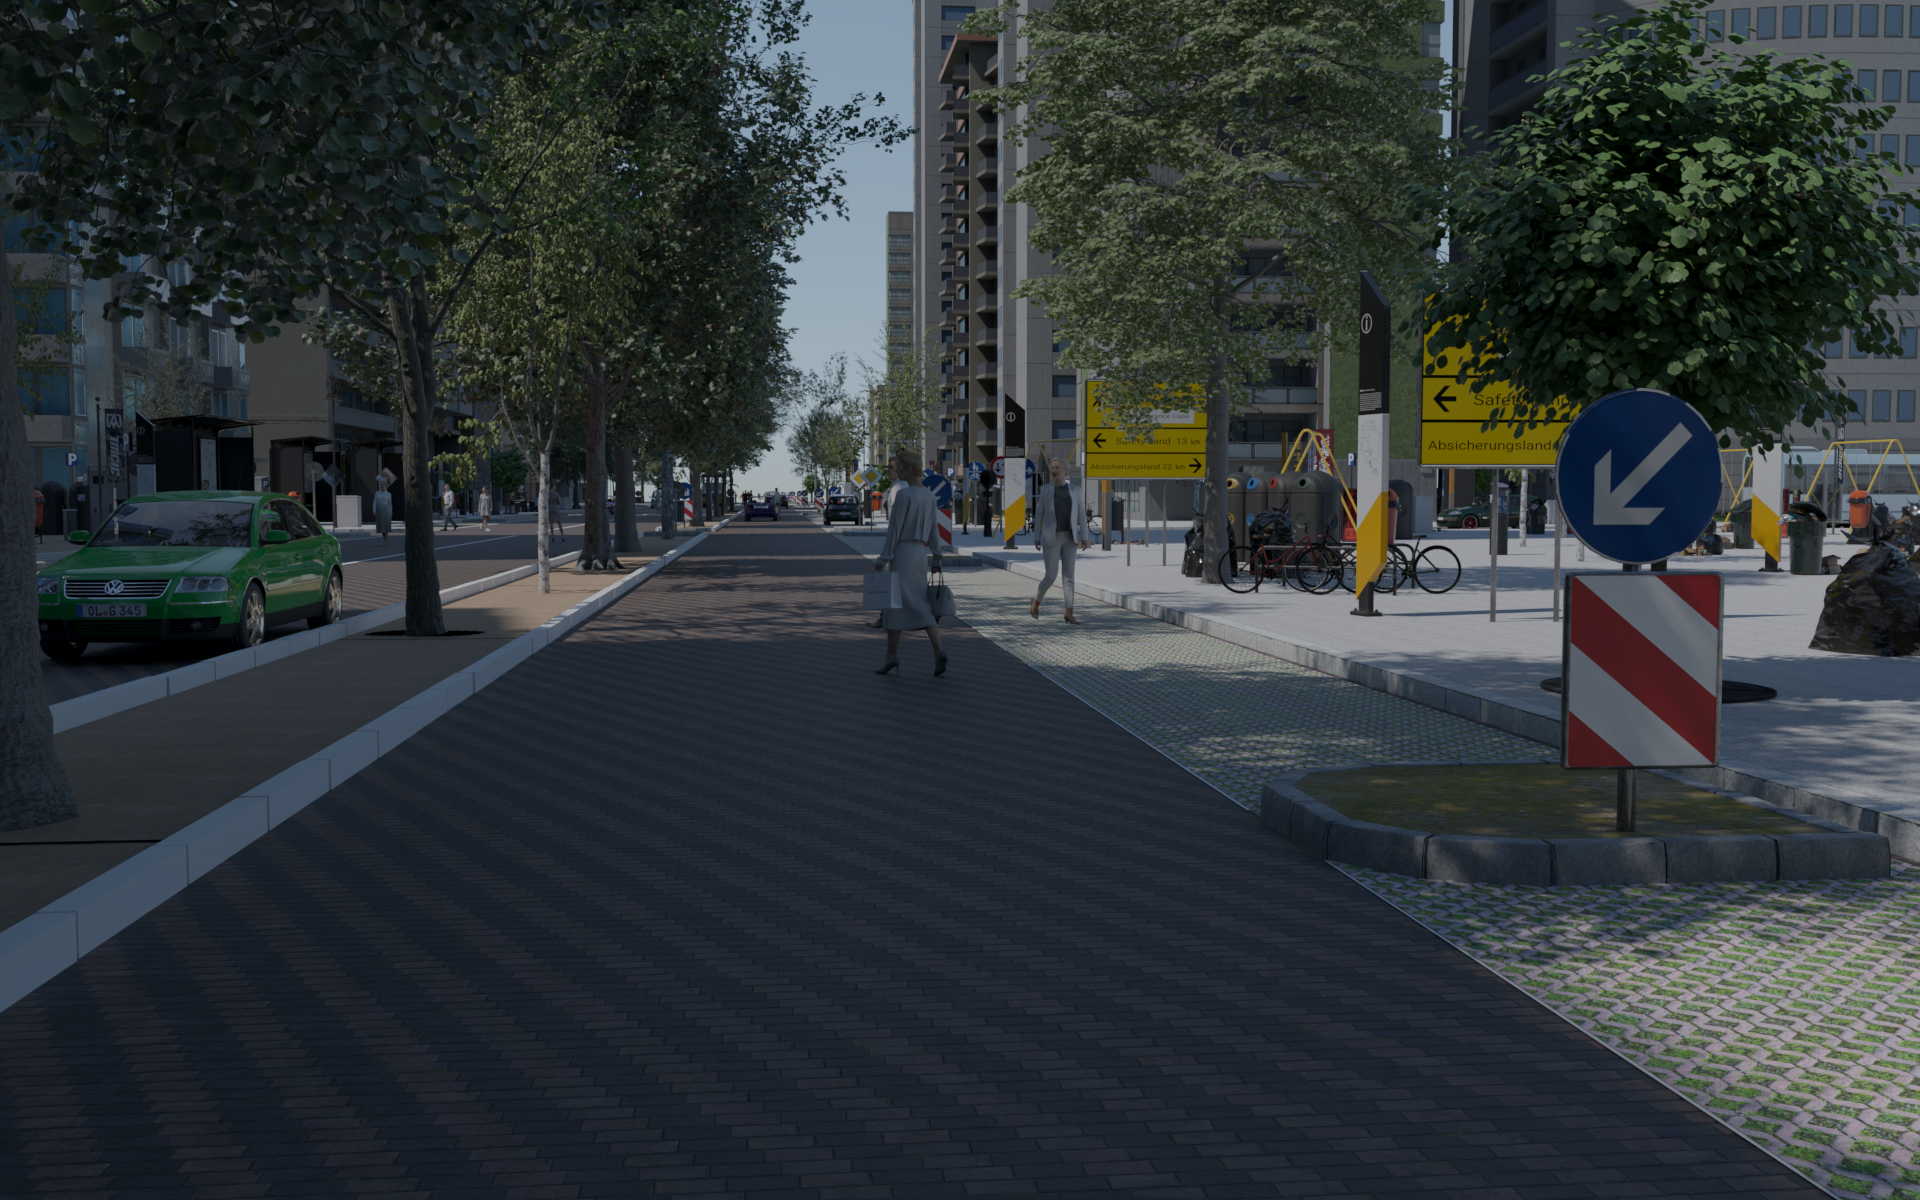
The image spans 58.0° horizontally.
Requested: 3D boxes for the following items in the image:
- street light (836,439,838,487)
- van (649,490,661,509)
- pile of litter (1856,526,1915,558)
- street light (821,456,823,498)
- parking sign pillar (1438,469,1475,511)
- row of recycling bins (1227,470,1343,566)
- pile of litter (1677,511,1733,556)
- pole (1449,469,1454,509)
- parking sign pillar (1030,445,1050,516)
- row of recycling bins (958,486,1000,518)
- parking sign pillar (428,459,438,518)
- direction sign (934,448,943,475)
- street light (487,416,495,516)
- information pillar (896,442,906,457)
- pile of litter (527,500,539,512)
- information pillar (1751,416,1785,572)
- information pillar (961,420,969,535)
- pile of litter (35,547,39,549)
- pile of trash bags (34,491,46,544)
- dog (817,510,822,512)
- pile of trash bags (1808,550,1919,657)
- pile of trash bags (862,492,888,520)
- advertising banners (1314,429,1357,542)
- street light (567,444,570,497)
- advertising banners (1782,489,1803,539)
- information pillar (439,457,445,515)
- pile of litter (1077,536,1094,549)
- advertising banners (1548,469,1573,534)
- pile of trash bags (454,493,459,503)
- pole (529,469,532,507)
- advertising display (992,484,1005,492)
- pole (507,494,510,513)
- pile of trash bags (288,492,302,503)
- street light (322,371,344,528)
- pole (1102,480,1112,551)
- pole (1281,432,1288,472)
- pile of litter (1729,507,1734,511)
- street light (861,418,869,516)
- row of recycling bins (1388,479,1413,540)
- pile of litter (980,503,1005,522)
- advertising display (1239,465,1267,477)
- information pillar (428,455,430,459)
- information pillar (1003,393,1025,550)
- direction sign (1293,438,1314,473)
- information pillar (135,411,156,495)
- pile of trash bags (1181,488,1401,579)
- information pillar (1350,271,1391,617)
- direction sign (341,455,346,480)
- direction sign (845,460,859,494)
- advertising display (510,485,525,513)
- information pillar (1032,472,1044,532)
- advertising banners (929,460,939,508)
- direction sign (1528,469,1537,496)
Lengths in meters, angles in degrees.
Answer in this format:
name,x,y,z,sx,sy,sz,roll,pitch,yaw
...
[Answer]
name,x,y,z,sx,sy,sz,roll,pitch,yaw
street light,-10.074,-10.312,141.385,0.468,5.910,1.993,0,4,-6
van,-30.102,-10.176,173.392,2.013,2.044,4.112,-1,4,-8
pile of litter,18.821,-1.295,35.145,1.176,0.858,1.719,3,5,43
street light,-14.284,-12.664,179.847,0.468,5.910,1.993,0,4,-6
parking sign pillar,21.354,-5.242,74.173,1.447,3.967,1.447,0,4,4
row of recycling bins,5.804,-1.500,31.633,1.069,1.692,3.534,-1,4,-20
pile of litter,15.429,-1.376,36.464,1.719,0.858,1.176,-2,4,-34
pole,20.646,-4.824,72.717,0.158,3.312,0.155,0,3,0
parking sign pillar,4.598,-6.533,95.284,1.447,3.967,1.447,0,4,-6
row of recycling bins,0.982,-5.392,95.273,1.069,1.692,3.534,-3,4,-37
parking sign pillar,-29.139,-6.465,94.181,1.447,3.967,1.447,1,4,15
direction sign,-0.996,-5.773,86.384,0.379,3.537,0.876,1,4,17
street light,-27.902,-7.985,103.335,0.468,5.910,1.993,0,4,-6
information pillar,-2.621,-5.289,77.824,0.504,3.616,0.183,2,4,26
pile of litter,-30.651,-6.707,123.626,1.719,0.858,1.176,-1,4,-11
information pillar,13.327,-2.273,28.518,0.183,3.616,0.504,-3,4,-38
information pillar,0.183,-3.876,54.725,0.183,3.616,0.504,-1,4,-13
pile of litter,-22.111,-1.579,39.774,1.719,0.858,1.176,-2,4,-33
pile of trash bags,-24.967,-2.128,44.550,3.447,1.369,1.912,1,4,17
dog,-11.173,-7.334,136.744,0.800,0.831,0.513,-2,4,-30
pile of trash bags,8.851,-0.268,14.134,3.447,1.369,1.912,-1,4,-21
pile of trash bags,-3.071,-4.572,84.504,3.447,1.369,1.912,3,5,42
advertising banners,10.479,-3.058,46.194,2.074,3.025,0.090,1,4,17
street light,-32.099,-10.338,141.815,0.468,5.910,1.993,0,4,-6
advertising banners,23.850,-3.291,49.991,0.090,3.025,2.074,0,4,3
information pillar,-31.273,-6.919,104.484,0.504,3.616,0.183,3,5,41
pile of litter,2.661,-1.659,41.098,1.176,0.858,1.719,2,4,30
advertising banners,19.616,-3.618,55.341,0.090,3.025,2.074,-3,4,-36
pile of trash bags,-39.087,-7.842,137.971,3.447,1.369,1.912,2,4,31
pole,-34.479,-8.879,139.008,0.158,3.312,0.155,0,3,0
advertising display,2.602,-6.588,112.923,0.974,1.923,0.123,0,4,1
pole,-30.120,-7.439,115.469,0.158,3.312,0.155,0,3,0
pile of trash bags,-26.123,-3.464,66.389,1.912,1.369,3.447,0,4,2
street light,-23.604,-5.660,65.328,0.468,5.910,1.993,0,4,-6
pole,3.308,-2.762,39.000,0.158,3.312,0.155,0,3,0
pole,10.719,-3.879,57.266,0.158,3.312,0.155,0,3,0
pile of litter,26.000,-2.689,57.923,1.176,0.858,1.719,-3,5,-41
street light,-5.722,-7.988,103.383,0.468,5.910,1.993,0,4,-6
row of recycling bins,12.659,-2.644,50.340,1.069,1.692,3.534,1,4,11
pile of litter,1.415,-4.092,80.862,1.719,0.858,1.176,0,4,4
advertising display,6.588,-2.067,39.005,0.123,1.923,0.974,3,5,43
information pillar,-29.814,-6.473,97.193,0.183,3.616,0.504,-2,4,-26
information pillar,1.258,-2.979,40.053,0.504,3.616,0.183,0,4,6
direction sign,13.859,-4.766,69.925,0.876,3.537,0.379,2,4,32
information pillar,-22.879,-3.505,48.669,0.504,3.616,0.183,0,4,-2
pile of trash bags,5.101,-1.055,27.007,3.447,1.369,1.912,1,4,16
information pillar,4.305,-1.634,18.070,0.183,3.616,0.504,-1,4,-18
direction sign,-35.100,-6.562,99.290,0.876,3.537,0.379,1,4,20
direction sign,-7.150,-7.502,114.649,0.876,3.537,0.379,0,4,0
advertising display,-30.161,-6.896,117.961,0.974,1.923,0.123,-1,4,-15
information pillar,2.606,-3.274,58.017,0.304,2.012,0.304,-2,4,-30
advertising banners,-1.064,-5.788,90.824,0.090,3.025,2.074,2,4,33
direction sign,24.068,-4.954,72.996,0.876,3.537,0.379,-3,5,-43
